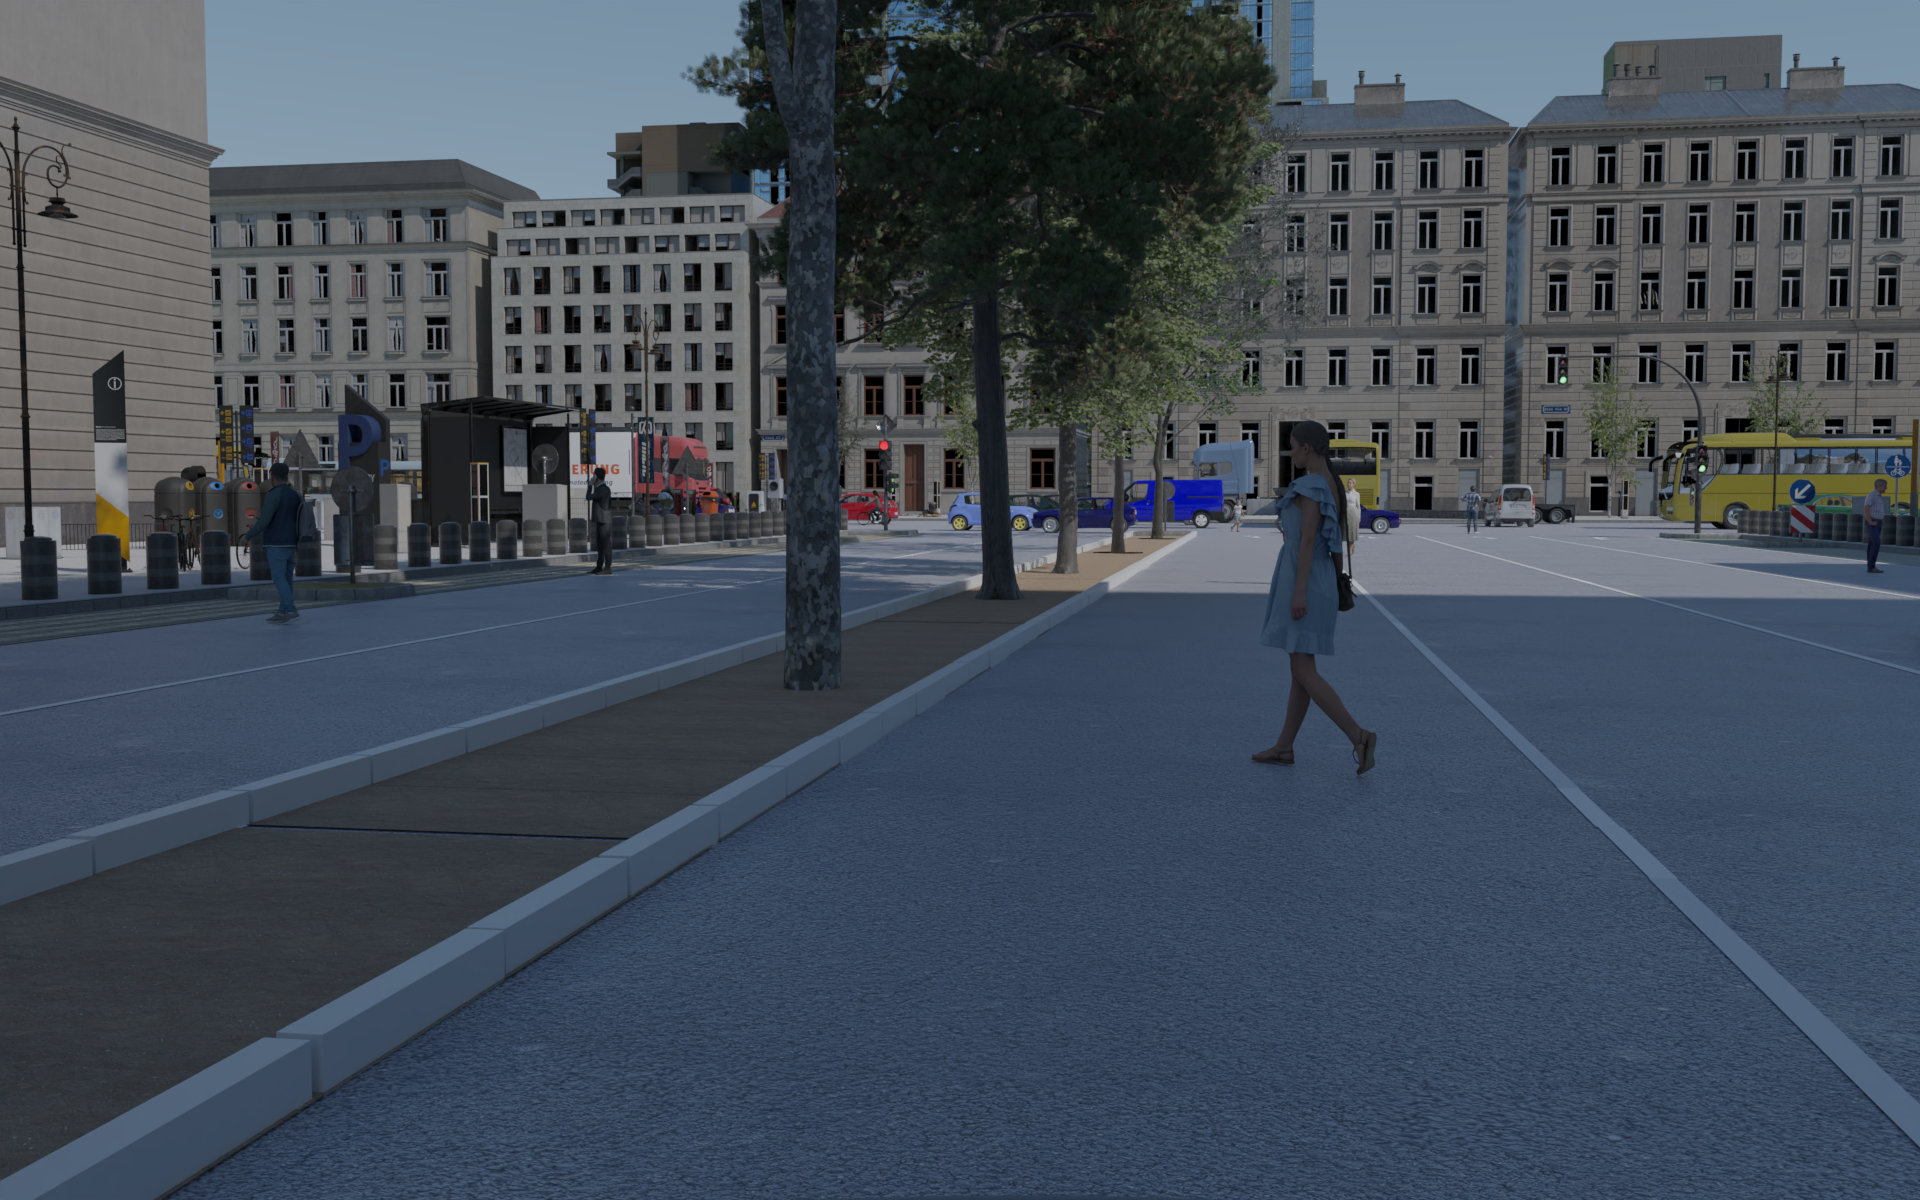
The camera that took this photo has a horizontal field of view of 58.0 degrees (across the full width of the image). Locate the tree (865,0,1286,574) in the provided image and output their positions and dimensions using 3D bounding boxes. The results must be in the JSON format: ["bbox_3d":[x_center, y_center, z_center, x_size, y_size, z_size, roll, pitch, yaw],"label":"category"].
[{"bbox_3d":[1.881,-6.759,31.091,7.486,12.596,7.792,0,3,0],"label":"tree"}]

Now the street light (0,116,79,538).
[{"bbox_3d":[-11.560,-2.972,21.377,0.468,5.910,1.993,1,4,10],"label":"street light"}]

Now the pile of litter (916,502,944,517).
[{"bbox_3d":[-1.556,-5.044,96.429,1.719,0.858,1.176,2,4,26],"label":"pile of litter"}]

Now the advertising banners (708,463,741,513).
[{"bbox_3d":[-13.196,-6.118,96.224,2.074,3.025,0.090,0,4,-2],"label":"advertising banners"}]

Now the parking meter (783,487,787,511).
[{"bbox_3d":[-5.614,-2.968,56.937,0.372,1.533,0.369,0,3,0],"label":"parking meter"}]

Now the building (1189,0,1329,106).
[{"bbox_3d":[44.243,-58.570,270.294,31.000,86.520,22.319,1,4,10],"label":"building"}]

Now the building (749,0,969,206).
[{"bbox_3d":[-15.383,-59.134,279.514,31.000,86.520,22.319,1,4,10],"label":"building"}]

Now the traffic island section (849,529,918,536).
[{"bbox_3d":[-2.632,-2.368,60.996,2.009,0.180,2.903,1,4,10],"label":"traffic island section"}]

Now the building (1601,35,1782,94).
[{"bbox_3d":[65.748,-29.092,159.252,14.154,41.232,14.086,1,4,10],"label":"building"}]

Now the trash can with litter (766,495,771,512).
[{"bbox_3d":[-11.362,-5.691,104.112,2.233,1.210,1.678,3,5,42],"label":"trash can with litter"}]

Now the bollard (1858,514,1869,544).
[{"bbox_3d":[23.691,-1.852,44.994,0.404,0.777,0.398,0,3,0],"label":"bollard"}]

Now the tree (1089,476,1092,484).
[{"bbox_3d":[14.340,-11.451,170.938,4.285,4.588,4.351,0,3,0],"label":"tree"}]

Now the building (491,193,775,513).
[{"bbox_3d":[-20.820,-15.906,114.821,16.860,20.320,10.420,1,4,10],"label":"building"}]

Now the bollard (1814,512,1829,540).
[{"bbox_3d":[24.311,-2.070,48.566,0.404,0.777,0.398,0,3,0],"label":"bollard"}]

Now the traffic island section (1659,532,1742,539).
[{"bbox_3d":[24.009,-2.085,56.370,2.009,0.180,2.903,1,4,10],"label":"traffic island section"}]

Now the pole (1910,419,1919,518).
[{"bbox_3d":[26.033,-3.264,47.217,0.158,3.312,0.155,0,3,0],"label":"pole"}]

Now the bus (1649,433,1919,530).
[{"bbox_3d":[34.519,-4.790,69.858,12.252,3.916,2.896,1,4,11],"label":"bus"}]

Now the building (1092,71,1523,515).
[{"bbox_3d":[20.871,-19.032,108.441,25.104,27.353,12.463,1,4,10],"label":"building"}]

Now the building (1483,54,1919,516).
[{"bbox_3d":[45.737,-18.780,104.313,25.104,27.353,12.463,1,4,10],"label":"building"}]

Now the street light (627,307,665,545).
[{"bbox_3d":[-7.787,-4.299,43.082,0.468,5.910,1.993,1,4,10],"label":"street light"}]

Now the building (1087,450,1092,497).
[{"bbox_3d":[14.219,-38.024,276.309,28.867,44.769,22.147,1,4,10],"label":"building"}]

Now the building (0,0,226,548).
[{"bbox_3d":[-34.289,-15.203,45.828,25.104,27.353,12.463,1,4,10],"label":"building"}]

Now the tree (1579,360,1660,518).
[{"bbox_3d":[35.298,-8.761,93.597,4.737,8.622,4.395,0,3,0],"label":"tree"}]

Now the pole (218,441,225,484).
[{"bbox_3d":[-28.263,-4.432,66.310,0.158,3.312,0.155,0,3,0],"label":"pole"}]

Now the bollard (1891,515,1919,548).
[{"bbox_3d":[23.274,-1.707,42.627,0.404,0.777,0.398,0,3,0],"label":"bollard"}]

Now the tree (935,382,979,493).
[{"bbox_3d":[0.681,-9.223,101.156,4.737,8.622,4.395,0,3,0],"label":"tree"}]

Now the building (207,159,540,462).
[{"bbox_3d":[-44.294,-17.594,120.942,30.059,22.955,16.112,1,4,10],"label":"building"}]

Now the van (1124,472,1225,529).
[{"bbox_3d":[8.533,-4.195,72.968,5.245,2.365,2.240,1,4,8],"label":"van"}]

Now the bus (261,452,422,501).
[{"bbox_3d":[-27.467,-5.360,82.491,13.247,3.499,2.948,1,4,10],"label":"bus"}]

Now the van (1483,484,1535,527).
[{"bbox_3d":[24.149,-4.229,76.161,2.013,2.044,4.112,1,4,8],"label":"van"}]

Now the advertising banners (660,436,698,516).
[{"bbox_3d":[-8.457,-3.416,52.042,0.090,3.025,2.074,-3,5,-40],"label":"advertising banners"}]

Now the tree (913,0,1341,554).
[{"bbox_3d":[3.798,-7.838,40.972,12.009,13.543,11.850,0,3,0],"label":"tree"}]

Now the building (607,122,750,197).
[{"bbox_3d":[-32.462,-33.994,205.917,14.200,45.320,14.600,1,4,10],"label":"building"}]

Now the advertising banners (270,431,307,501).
[{"bbox_3d":[-18.535,-3.156,47.788,2.074,3.025,0.090,3,5,44],"label":"advertising banners"}]

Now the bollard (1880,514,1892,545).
[{"bbox_3d":[23.481,-1.779,43.810,0.404,0.777,0.398,0,3,0],"label":"bollard"}]

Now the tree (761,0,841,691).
[{"bbox_3d":[-2.133,-9.470,13.178,12.611,20.169,13.585,0,3,0],"label":"tree"}]

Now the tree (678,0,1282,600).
[{"bbox_3d":[0.367,-6.942,23.379,7.806,13.903,7.818,0,3,0],"label":"tree"}]

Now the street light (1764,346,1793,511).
[{"bbox_3d":[25.640,-4.993,54.418,0.468,5.910,1.993,1,4,10],"label":"street light"}]

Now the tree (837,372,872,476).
[{"bbox_3d":[-7.456,-9.451,104.893,4.360,8.622,3.978,0,3,0],"label":"tree"}]

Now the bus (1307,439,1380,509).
[{"bbox_3d":[17.015,-5.226,76.994,2.896,3.916,12.252,1,4,10],"label":"bus"}]

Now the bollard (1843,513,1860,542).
[{"bbox_3d":[23.895,-1.925,46.184,0.404,0.777,0.398,0,3,0],"label":"bollard"}]

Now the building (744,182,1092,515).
[{"bbox_3d":[-2.016,-16.869,111.960,21.152,22.565,11.583,1,4,10],"label":"building"}]

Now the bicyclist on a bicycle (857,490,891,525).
[{"bbox_3d":[-3.935,-4.226,79.109,1.625,1.676,1.499,1,4,12],"label":"bicyclist on a bicycle"}]

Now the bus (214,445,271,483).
[{"bbox_3d":[-40.655,-5.919,88.326,12.252,3.916,2.896,1,4,10],"label":"bus"}]

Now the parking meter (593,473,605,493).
[{"bbox_3d":[-8.848,-2.249,42.489,0.255,1.863,0.399,-1,4,-17],"label":"parking meter"}]

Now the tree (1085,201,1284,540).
[{"bbox_3d":[6.300,-7.699,54.098,9.928,11.665,9.643,0,3,0],"label":"tree"}]

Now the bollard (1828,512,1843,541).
[{"bbox_3d":[24.100,-1.998,47.381,0.404,0.777,0.398,0,3,0],"label":"bollard"}]

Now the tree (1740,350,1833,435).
[{"bbox_3d":[41.614,-8.422,88.062,4.737,8.622,4.395,0,3,0],"label":"tree"}]
